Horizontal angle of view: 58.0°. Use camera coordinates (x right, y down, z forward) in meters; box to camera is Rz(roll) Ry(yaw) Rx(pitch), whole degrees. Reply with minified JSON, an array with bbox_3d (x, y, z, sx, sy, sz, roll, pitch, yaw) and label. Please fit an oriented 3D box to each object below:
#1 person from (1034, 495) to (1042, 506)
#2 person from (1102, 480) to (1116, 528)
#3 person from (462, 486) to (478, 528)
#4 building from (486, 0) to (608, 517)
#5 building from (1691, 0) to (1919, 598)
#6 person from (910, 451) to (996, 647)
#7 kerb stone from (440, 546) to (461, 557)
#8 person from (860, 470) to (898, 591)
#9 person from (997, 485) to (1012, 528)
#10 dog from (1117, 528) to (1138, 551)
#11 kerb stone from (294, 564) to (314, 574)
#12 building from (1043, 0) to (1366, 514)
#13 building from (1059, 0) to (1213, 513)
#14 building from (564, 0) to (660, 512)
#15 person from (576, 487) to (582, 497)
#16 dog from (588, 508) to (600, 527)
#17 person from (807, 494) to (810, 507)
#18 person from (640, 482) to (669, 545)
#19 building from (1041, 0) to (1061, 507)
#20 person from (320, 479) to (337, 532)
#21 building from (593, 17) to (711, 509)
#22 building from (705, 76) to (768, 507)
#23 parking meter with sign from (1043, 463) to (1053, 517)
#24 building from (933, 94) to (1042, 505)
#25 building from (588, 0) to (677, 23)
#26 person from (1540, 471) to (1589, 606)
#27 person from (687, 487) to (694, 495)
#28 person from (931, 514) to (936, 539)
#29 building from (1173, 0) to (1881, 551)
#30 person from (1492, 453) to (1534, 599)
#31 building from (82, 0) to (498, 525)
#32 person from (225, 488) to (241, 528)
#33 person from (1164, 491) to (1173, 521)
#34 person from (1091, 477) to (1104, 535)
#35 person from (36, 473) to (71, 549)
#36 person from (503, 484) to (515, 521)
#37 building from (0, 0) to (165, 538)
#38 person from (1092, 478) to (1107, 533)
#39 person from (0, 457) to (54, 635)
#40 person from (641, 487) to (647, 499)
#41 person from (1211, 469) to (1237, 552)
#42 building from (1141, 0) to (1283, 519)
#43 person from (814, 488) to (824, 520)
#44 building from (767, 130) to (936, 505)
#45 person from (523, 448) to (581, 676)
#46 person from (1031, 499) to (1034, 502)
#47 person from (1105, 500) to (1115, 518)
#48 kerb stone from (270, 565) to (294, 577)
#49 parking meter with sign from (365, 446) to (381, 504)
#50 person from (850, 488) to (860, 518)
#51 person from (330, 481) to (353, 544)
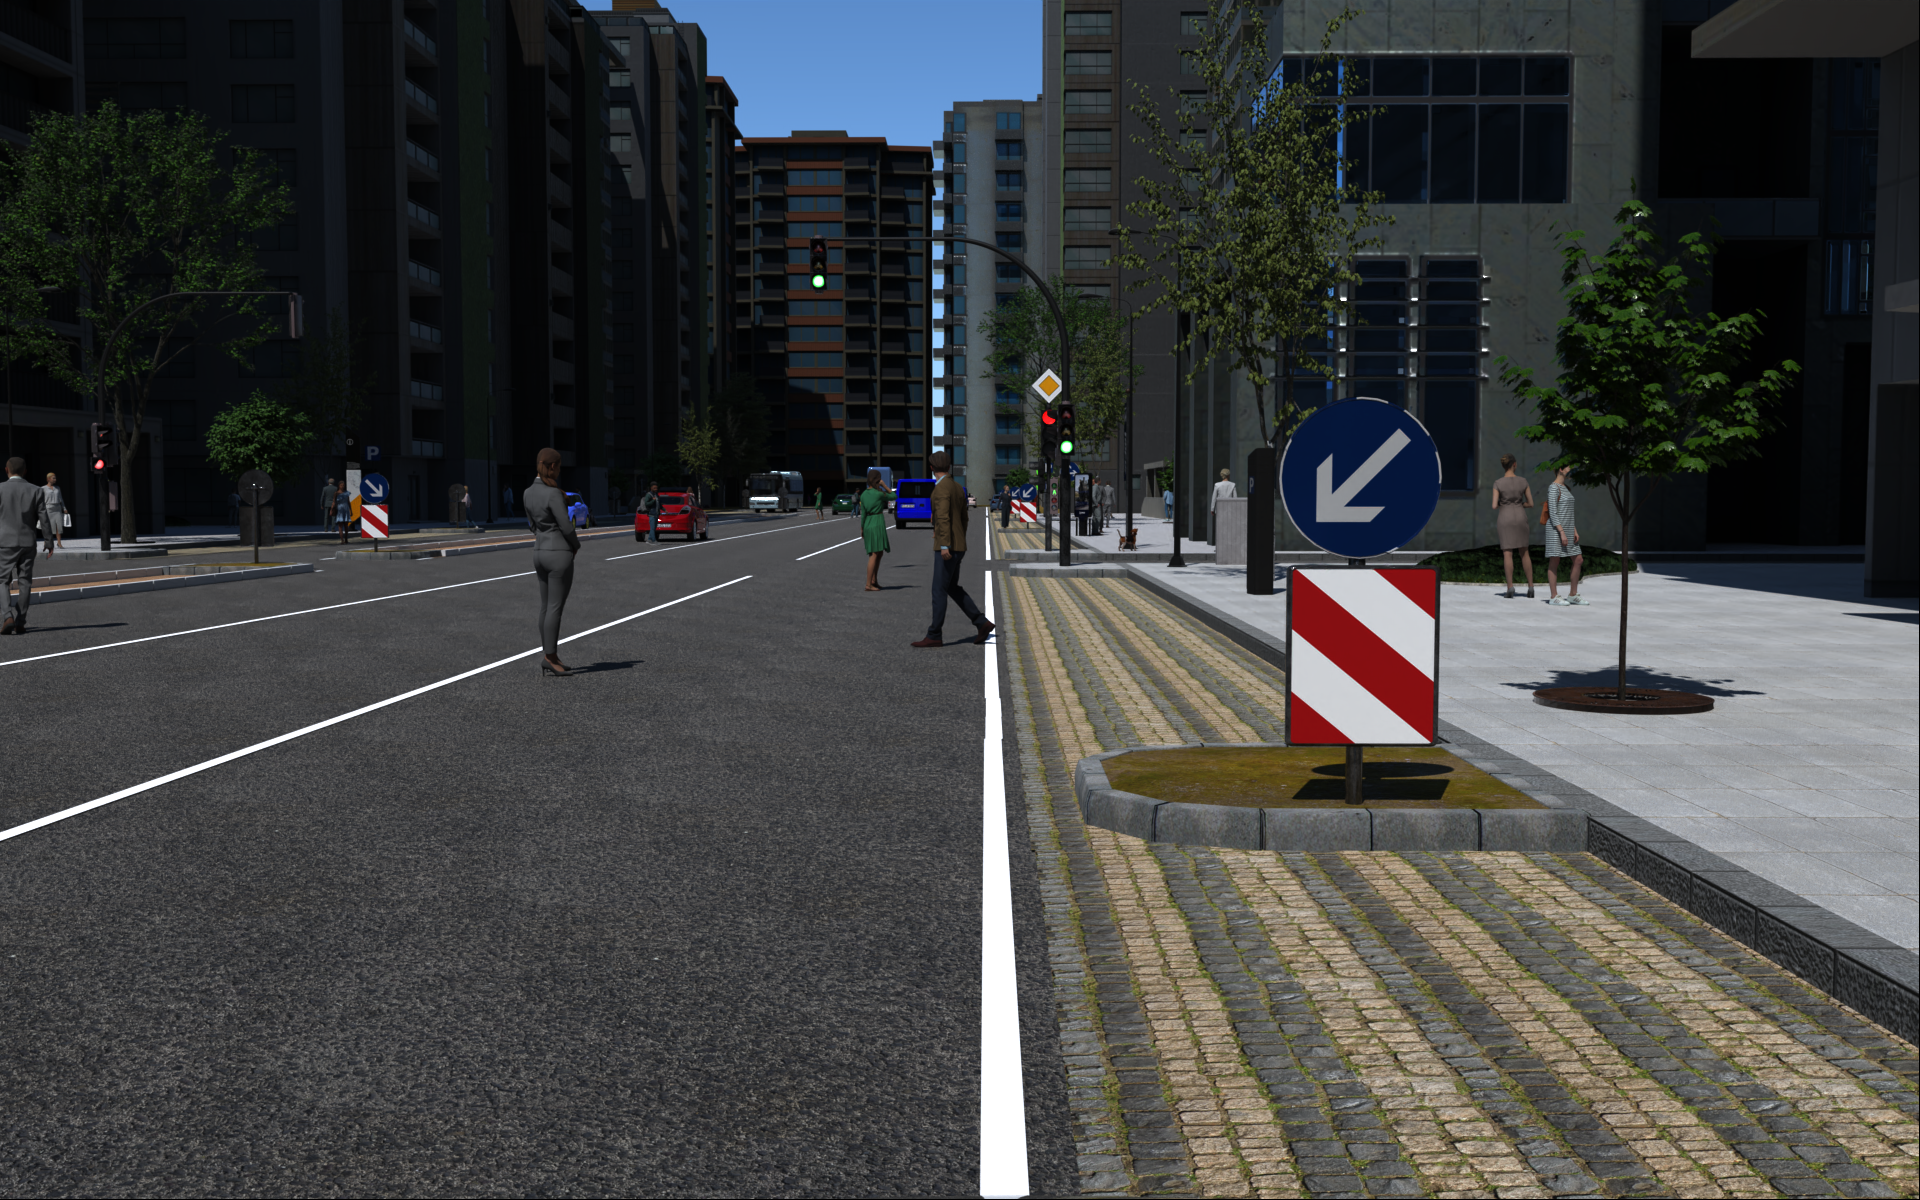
[{"bbox_3d":[5.480,-7.110,125.559,1.065,1.426,0.557,-1,4,-14],"label":"person"},{"bbox_3d":[5.612,-3.665,66.083,0.709,1.813,0.853,1,4,13],"label":"person"},{"bbox_3d":[-18.667,-3.477,66.016,0.598,1.740,0.731,-1,4,-13],"label":"person"},{"bbox_3d":[-28.544,-19.947,97.842,14.160,30.474,14.107,0,4,1],"label":"building"},{"bbox_3d":[22.172,-25.590,7.631,28.713,52.752,27.495,0,4,1],"label":"building"},{"bbox_3d":[-0.079,-0.485,16.347,0.836,1.842,0.656,-1,4,-14],"label":"person"},{"bbox_3d":[-11.815,-1.095,40.093,0.120,0.150,1.000,0,4,1],"label":"kerb stone"},{"bbox_3d":[-1.283,-1.038,25.726,0.600,1.795,0.529,2,4,33],"label":"person"},{"bbox_3d":[1.770,-3.641,68.457,0.576,1.772,0.534,-3,5,-43],"label":"person"},{"bbox_3d":[3.767,-1.353,38.958,0.406,0.507,0.540,1,4,14],"label":"dog"},{"bbox_3d":[-11.948,-0.559,31.329,0.120,0.150,1.000,0,4,1],"label":"kerb stone"},{"bbox_3d":[18.633,-50.728,142.070,22.319,86.520,31.000,0,4,1],"label":"building"},{"bbox_3d":[13.932,-26.715,120.379,14.154,41.232,14.086,0,4,1],"label":"building"},{"bbox_3d":[-38.987,-26.600,126.791,32.217,40.220,23.993,0,4,1],"label":"building"},{"bbox_3d":[-19.071,-4.745,86.263,0.466,1.800,0.511,-3,5,-43],"label":"person"},{"bbox_3d":[-15.955,-3.600,75.698,0.800,0.831,0.513,-2,4,-24],"label":"dog"},{"bbox_3d":[-16.868,-11.145,193.940,0.599,1.433,0.991,-2,4,-25],"label":"person"},{"bbox_3d":[-8.583,-2.425,48.497,0.721,1.781,0.623,1,4,11],"label":"person"},{"bbox_3d":[18.662,-38.561,172.478,21.231,58.520,28.212,0,4,1],"label":"building"},{"bbox_3d":[-21.163,-3.184,58.285,0.661,1.801,0.590,-1,4,-17],"label":"person"},{"bbox_3d":[-29.279,-28.285,146.055,14.154,41.232,14.086,0,4,1],"label":"building"},{"bbox_3d":[-35.827,-31.952,177.045,28.867,44.769,22.147,0,4,1],"label":"building"},{"bbox_3d":[4.865,-6.111,96.181,0.543,3.016,1.738,0,4,5],"label":"parking meter with sign"},{"bbox_3d":[12.091,-36.118,210.142,30.456,49.044,23.786,0,4,1],"label":"building"},{"bbox_3d":[-47.070,-40.850,209.897,28.212,58.520,21.231,0,4,1],"label":"building"},{"bbox_3d":[6.936,-0.790,19.964,0.522,1.701,0.512,3,5,41],"label":"person"},{"bbox_3d":[-11.889,-4.123,76.498,0.593,1.750,0.643,1,4,13],"label":"person"},{"bbox_3d":[-0.759,-2.606,55.783,0.362,1.253,0.373,1,4,21],"label":"person"},{"bbox_3d":[21.854,-44.924,47.171,31.000,86.520,22.319,0,4,1],"label":"building"},{"bbox_3d":[6.815,-0.914,21.334,0.599,1.781,0.374,0,4,0],"label":"person"},{"bbox_3d":[-29.394,-23.968,75.468,14.154,41.232,14.086,0,4,1],"label":"building"},{"bbox_3d":[-27.631,-3.496,65.803,0.523,1.515,0.503,2,4,29],"label":"person"},{"bbox_3d":[9.877,-4.616,81.776,0.793,1.790,0.793,2,4,35],"label":"person"},{"bbox_3d":[4.234,-2.917,53.838,0.391,1.810,0.635,0,4,-6],"label":"person"},{"bbox_3d":[-21.343,-2.102,40.764,0.694,1.780,0.624,-3,4,-36],"label":"person"},{"bbox_3d":[-21.807,-4.737,83.751,0.793,1.790,0.793,1,4,12],"label":"person"},{"bbox_3d":[-35.919,-37.376,49.349,20.563,71.187,20.611,0,4,1],"label":"building"},{"bbox_3d":[4.544,-3.125,57.312,0.592,1.802,0.473,2,4,31],"label":"person"},{"bbox_3d":[-9.767,-0.566,17.878,0.709,1.813,0.853,-3,4,-39],"label":"person"},{"bbox_3d":[-17.255,-5.283,94.838,0.622,1.834,0.822,2,4,26],"label":"person"},{"bbox_3d":[5.885,-1.978,38.260,0.514,1.842,0.818,-2,4,-25],"label":"person"},{"bbox_3d":[26.650,-24.551,93.291,32.217,40.220,23.993,0,4,1],"label":"building"},{"bbox_3d":[-7.817,-5.361,96.405,0.529,1.795,0.600,-1,4,-21],"label":"person"},{"bbox_3d":[-17.555,-34.059,211.492,28.867,44.769,22.147,0,4,1],"label":"building"},{"bbox_3d":[-3.159,-0.301,13.695,0.520,1.790,0.573,2,4,30],"label":"person"},{"bbox_3d":[6.946,-9.646,163.843,1.348,1.812,0.705,-3,4,-38],"label":"person"},{"bbox_3d":[7.905,-4.952,91.287,0.640,1.303,0.475,2,4,29],"label":"person"},{"bbox_3d":[-11.962,-0.495,30.305,0.120,0.150,1.000,0,4,1],"label":"kerb stone"},{"bbox_3d":[-20.880,-3.991,61.510,0.543,3.016,1.738,-1,4,-15],"label":"parking meter with sign"},{"bbox_3d":[-6.094,-5.683,101.761,0.721,1.781,0.623,-3,4,-36],"label":"person"},{"bbox_3d":[-17.619,-2.491,49.322,0.616,1.811,0.778,-1,4,-16],"label":"person"}]
